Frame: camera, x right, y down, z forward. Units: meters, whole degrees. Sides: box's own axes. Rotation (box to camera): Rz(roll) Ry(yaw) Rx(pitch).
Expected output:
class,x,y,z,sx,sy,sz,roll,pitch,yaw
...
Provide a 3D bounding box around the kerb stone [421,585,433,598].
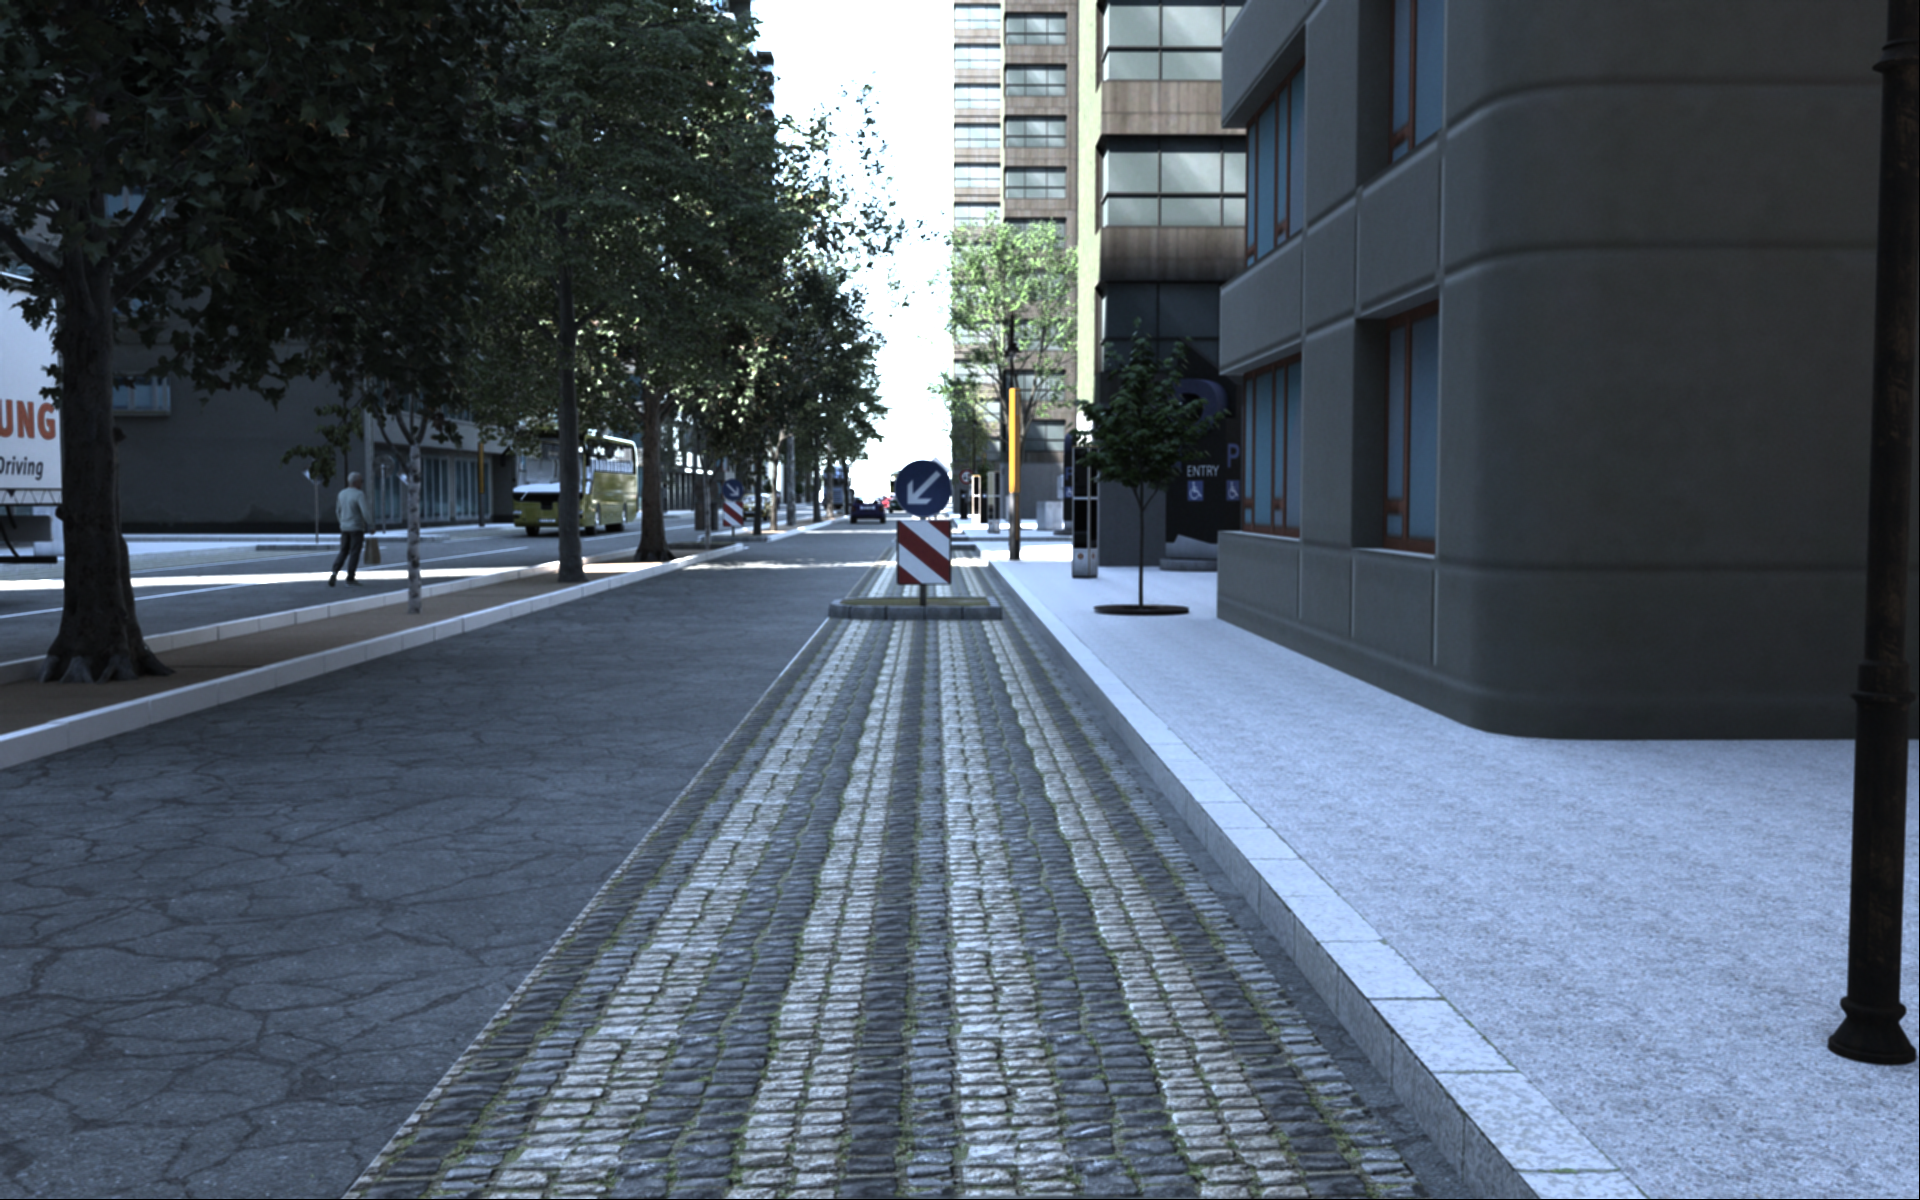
class,x,y,z,sx,sy,sz,roll,pitch,yaw
kerb stone,-7.406,-0.083,23.555,0.120,0.150,1.000,0,4,-1

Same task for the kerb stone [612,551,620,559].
class,x,y,z,sx,sy,sz,roll,pitch,yaw
kerb stone,-7.633,-0.960,37.885,0.120,0.150,1.000,0,4,-1

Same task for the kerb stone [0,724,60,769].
class,x,y,z,sx,sy,sz,roll,pitch,yaw
kerb stone,-5.061,0.799,9.220,0.120,0.150,1.000,0,4,-1

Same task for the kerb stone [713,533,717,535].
class,x,y,z,sx,sy,sz,roll,pitch,yaw
kerb stone,-7.915,-1.997,54.879,0.120,0.150,1.000,0,4,-1

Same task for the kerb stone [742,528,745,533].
class,x,y,z,sx,sy,sz,roll,pitch,yaw
kerb stone,-8.042,-2.500,63.074,0.120,0.150,1.000,0,4,-1

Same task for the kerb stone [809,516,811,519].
class,x,y,z,sx,sy,sz,roll,pitch,yaw
kerb stone,-8.597,-4.566,96.873,0.120,0.150,1.000,0,4,-1

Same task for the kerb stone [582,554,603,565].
class,x,y,z,sx,sy,sz,roll,pitch,yaw
kerb stone,-7.604,-0.830,35.841,0.120,0.150,1.000,0,4,-1

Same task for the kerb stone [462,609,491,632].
class,x,y,z,sx,sy,sz,roll,pitch,yaw
kerb stone,-5.210,0.230,18.446,0.120,0.150,1.000,0,4,-1

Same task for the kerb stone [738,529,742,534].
class,x,y,z,sx,sy,sz,roll,pitch,yaw
kerb stone,-8.030,-2.437,62.052,0.120,0.150,1.000,0,4,-1

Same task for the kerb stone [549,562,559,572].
class,x,y,z,sx,sy,sz,roll,pitch,yaw
kerb stone,-7.531,-0.584,31.738,0.120,0.150,1.000,0,4,-1

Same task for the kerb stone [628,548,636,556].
class,x,y,z,sx,sy,sz,roll,pitch,yaw
kerb stone,-7.669,-1.082,39.935,0.120,0.150,1.000,0,4,-1

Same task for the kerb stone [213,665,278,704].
class,x,y,z,sx,sy,sz,roll,pitch,yaw
kerb stone,-5.113,0.607,12.297,0.120,0.150,1.000,0,4,-1

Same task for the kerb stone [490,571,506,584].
class,x,y,z,sx,sy,sz,roll,pitch,yaw
kerb stone,-7.472,-0.330,27.647,0.120,0.150,1.000,0,4,-1

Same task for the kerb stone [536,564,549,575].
class,x,y,z,sx,sy,sz,roll,pitch,yaw
kerb stone,-7.511,-0.519,30.716,0.120,0.150,1.000,0,4,-1

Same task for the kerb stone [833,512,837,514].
class,x,y,z,sx,sy,sz,roll,pitch,yaw
kerb stone,-9.087,-6.384,126.566,0.120,0.150,1.000,0,4,-1

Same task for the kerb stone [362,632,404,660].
class,x,y,z,sx,sy,sz,roll,pitch,yaw
kerb stone,-5.169,0.422,15.376,0.120,0.150,1.000,0,4,-1

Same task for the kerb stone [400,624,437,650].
class,x,y,z,sx,sy,sz,roll,pitch,yaw
kerb stone,-5.185,0.359,16.398,0.120,0.150,1.000,0,4,-1

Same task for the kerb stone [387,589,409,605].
class,x,y,z,sx,sy,sz,roll,pitch,yaw
kerb stone,-7.388,-0.015,22.533,0.120,0.150,1.000,0,4,-1

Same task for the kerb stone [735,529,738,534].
class,x,y,z,sx,sy,sz,roll,pitch,yaw
kerb stone,-8.018,-2.375,61.030,0.120,0.150,1.000,0,4,-1

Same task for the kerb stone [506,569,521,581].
class,x,y,z,sx,sy,sz,roll,pitch,yaw
kerb stone,-7.490,-0.396,28.671,0.120,0.150,1.000,0,4,-1

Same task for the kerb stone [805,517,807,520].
class,x,y,z,sx,sy,sz,roll,pitch,yaw
kerb stone,-8.538,-4.380,93.807,0.120,0.150,1.000,0,4,-1

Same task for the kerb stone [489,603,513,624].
class,x,y,z,sx,sy,sz,roll,pitch,yaw
kerb stone,-5.234,0.170,19.475,0.120,0.150,1.000,0,4,-1

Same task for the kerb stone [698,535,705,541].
class,x,y,z,sx,sy,sz,roll,pitch,yaw
kerb stone,-7.876,-1.874,52.836,0.120,0.150,1.000,0,4,-1

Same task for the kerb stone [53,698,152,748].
class,x,y,z,sx,sy,sz,roll,pitch,yaw
kerb stone,-5.083,0.731,10.242,0.120,0.150,1.000,0,4,-1

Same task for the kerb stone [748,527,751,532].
class,x,y,z,sx,sy,sz,roll,pitch,yaw
kerb stone,-8.072,-2.624,65.117,0.120,0.150,1.000,0,4,-1

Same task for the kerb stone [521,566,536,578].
class,x,y,z,sx,sy,sz,roll,pitch,yaw
kerb stone,-7.495,-0.456,29.693,0.120,0.150,1.000,0,4,-1

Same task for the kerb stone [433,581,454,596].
class,x,y,z,sx,sy,sz,roll,pitch,yaw
kerb stone,-7.421,-0.144,24.578,0.120,0.150,1.000,0,4,-1

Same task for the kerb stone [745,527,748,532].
class,x,y,z,sx,sy,sz,roll,pitch,yaw
kerb stone,-8.063,-2.563,64.095,0.120,0.150,1.000,0,4,-1

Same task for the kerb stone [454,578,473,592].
class,x,y,z,sx,sy,sz,roll,pitch,yaw
kerb stone,-7.437,-0.202,25.603,0.120,0.150,1.000,0,4,-1

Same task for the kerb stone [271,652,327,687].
class,x,y,z,sx,sy,sz,roll,pitch,yaw
kerb stone,-5.131,0.543,13.325,0.120,0.150,1.000,0,4,-1

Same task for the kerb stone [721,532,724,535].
class,x,y,z,sx,sy,sz,roll,pitch,yaw
kerb stone,-7.948,-2.124,56.926,0.120,0.150,1.000,0,4,-1

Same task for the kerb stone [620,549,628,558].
class,x,y,z,sx,sy,sz,roll,pitch,yaw
kerb stone,-7.655,-1.019,38.907,0.120,0.150,1.000,0,4,-1

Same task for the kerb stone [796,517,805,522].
class,x,y,z,sx,sy,sz,roll,pitch,yaw
kerb stone,-8.527,-4.317,92.779,0.120,0.150,1.000,0,4,-1

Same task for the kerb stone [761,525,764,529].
class,x,y,z,sx,sy,sz,roll,pitch,yaw
kerb stone,-8.162,-2.938,70.232,0.120,0.150,1.000,0,4,-1

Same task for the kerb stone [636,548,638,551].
class,x,y,z,sx,sy,sz,roll,pitch,yaw
kerb stone,-7.684,-1.147,40.957,0.120,0.150,1.000,0,4,-1

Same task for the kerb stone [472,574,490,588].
class,x,y,z,sx,sy,sz,roll,pitch,yaw
kerb stone,-7.449,-0.271,26.625,0.120,0.150,1.000,0,4,-1

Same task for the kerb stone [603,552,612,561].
class,x,y,z,sx,sy,sz,roll,pitch,yaw
kerb stone,-7.618,-0.897,36.862,0.120,0.150,1.000,0,4,-1

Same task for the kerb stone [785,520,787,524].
class,x,y,z,sx,sy,sz,roll,pitch,yaw
kerb stone,-8.343,-3.623,81.498,0.120,0.150,1.000,0,4,-1

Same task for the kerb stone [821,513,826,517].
class,x,y,z,sx,sy,sz,roll,pitch,yaw
kerb stone,-8.873,-5.569,113.252,0.120,0.150,1.000,0,4,-1

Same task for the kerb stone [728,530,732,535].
class,x,y,z,sx,sy,sz,roll,pitch,yaw
kerb stone,-7.978,-2.250,58.975,0.120,0.150,1.000,0,4,-1

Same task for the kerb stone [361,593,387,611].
class,x,y,z,sx,sy,sz,roll,pitch,yaw
kerb stone,-7.369,0.044,21.507,0.120,0.150,1.000,0,4,-1

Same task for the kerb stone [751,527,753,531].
class,x,y,z,sx,sy,sz,roll,pitch,yaw
kerb stone,-8.100,-2.688,66.139,0.120,0.150,1.000,0,4,-1

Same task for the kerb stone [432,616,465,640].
class,x,y,z,sx,sy,sz,roll,pitch,yaw
kerb stone,-5.201,0.298,17.424,0.120,0.150,1.000,0,4,-1

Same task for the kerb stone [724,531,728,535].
class,x,y,z,sx,sy,sz,roll,pitch,yaw
kerb stone,-7.964,-2.183,57.948,0.120,0.150,1.000,0,4,-1

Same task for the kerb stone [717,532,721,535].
class,x,y,z,sx,sy,sz,roll,pitch,yaw
kerb stone,-7.928,-2.061,55.901,0.120,0.150,1.000,0,4,-1

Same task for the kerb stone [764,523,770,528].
class,x,y,z,sx,sy,sz,roll,pitch,yaw
kerb stone,-8.214,-3.126,73.297,0.120,0.150,1.000,0,4,-1

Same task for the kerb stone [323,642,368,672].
class,x,y,z,sx,sy,sz,roll,pitch,yaw
kerb stone,-5.150,0.483,14.353,0.120,0.150,1.000,0,4,-1

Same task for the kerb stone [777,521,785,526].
class,x,y,z,sx,sy,sz,roll,pitch,yaw
kerb stone,-8.329,-3.561,80.469,0.120,0.150,1.000,0,4,-1

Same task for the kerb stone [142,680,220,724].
class,x,y,z,sx,sy,sz,roll,pitch,yaw
kerb stone,-5.099,0.668,11.274,0.120,0.150,1.000,0,4,-1
